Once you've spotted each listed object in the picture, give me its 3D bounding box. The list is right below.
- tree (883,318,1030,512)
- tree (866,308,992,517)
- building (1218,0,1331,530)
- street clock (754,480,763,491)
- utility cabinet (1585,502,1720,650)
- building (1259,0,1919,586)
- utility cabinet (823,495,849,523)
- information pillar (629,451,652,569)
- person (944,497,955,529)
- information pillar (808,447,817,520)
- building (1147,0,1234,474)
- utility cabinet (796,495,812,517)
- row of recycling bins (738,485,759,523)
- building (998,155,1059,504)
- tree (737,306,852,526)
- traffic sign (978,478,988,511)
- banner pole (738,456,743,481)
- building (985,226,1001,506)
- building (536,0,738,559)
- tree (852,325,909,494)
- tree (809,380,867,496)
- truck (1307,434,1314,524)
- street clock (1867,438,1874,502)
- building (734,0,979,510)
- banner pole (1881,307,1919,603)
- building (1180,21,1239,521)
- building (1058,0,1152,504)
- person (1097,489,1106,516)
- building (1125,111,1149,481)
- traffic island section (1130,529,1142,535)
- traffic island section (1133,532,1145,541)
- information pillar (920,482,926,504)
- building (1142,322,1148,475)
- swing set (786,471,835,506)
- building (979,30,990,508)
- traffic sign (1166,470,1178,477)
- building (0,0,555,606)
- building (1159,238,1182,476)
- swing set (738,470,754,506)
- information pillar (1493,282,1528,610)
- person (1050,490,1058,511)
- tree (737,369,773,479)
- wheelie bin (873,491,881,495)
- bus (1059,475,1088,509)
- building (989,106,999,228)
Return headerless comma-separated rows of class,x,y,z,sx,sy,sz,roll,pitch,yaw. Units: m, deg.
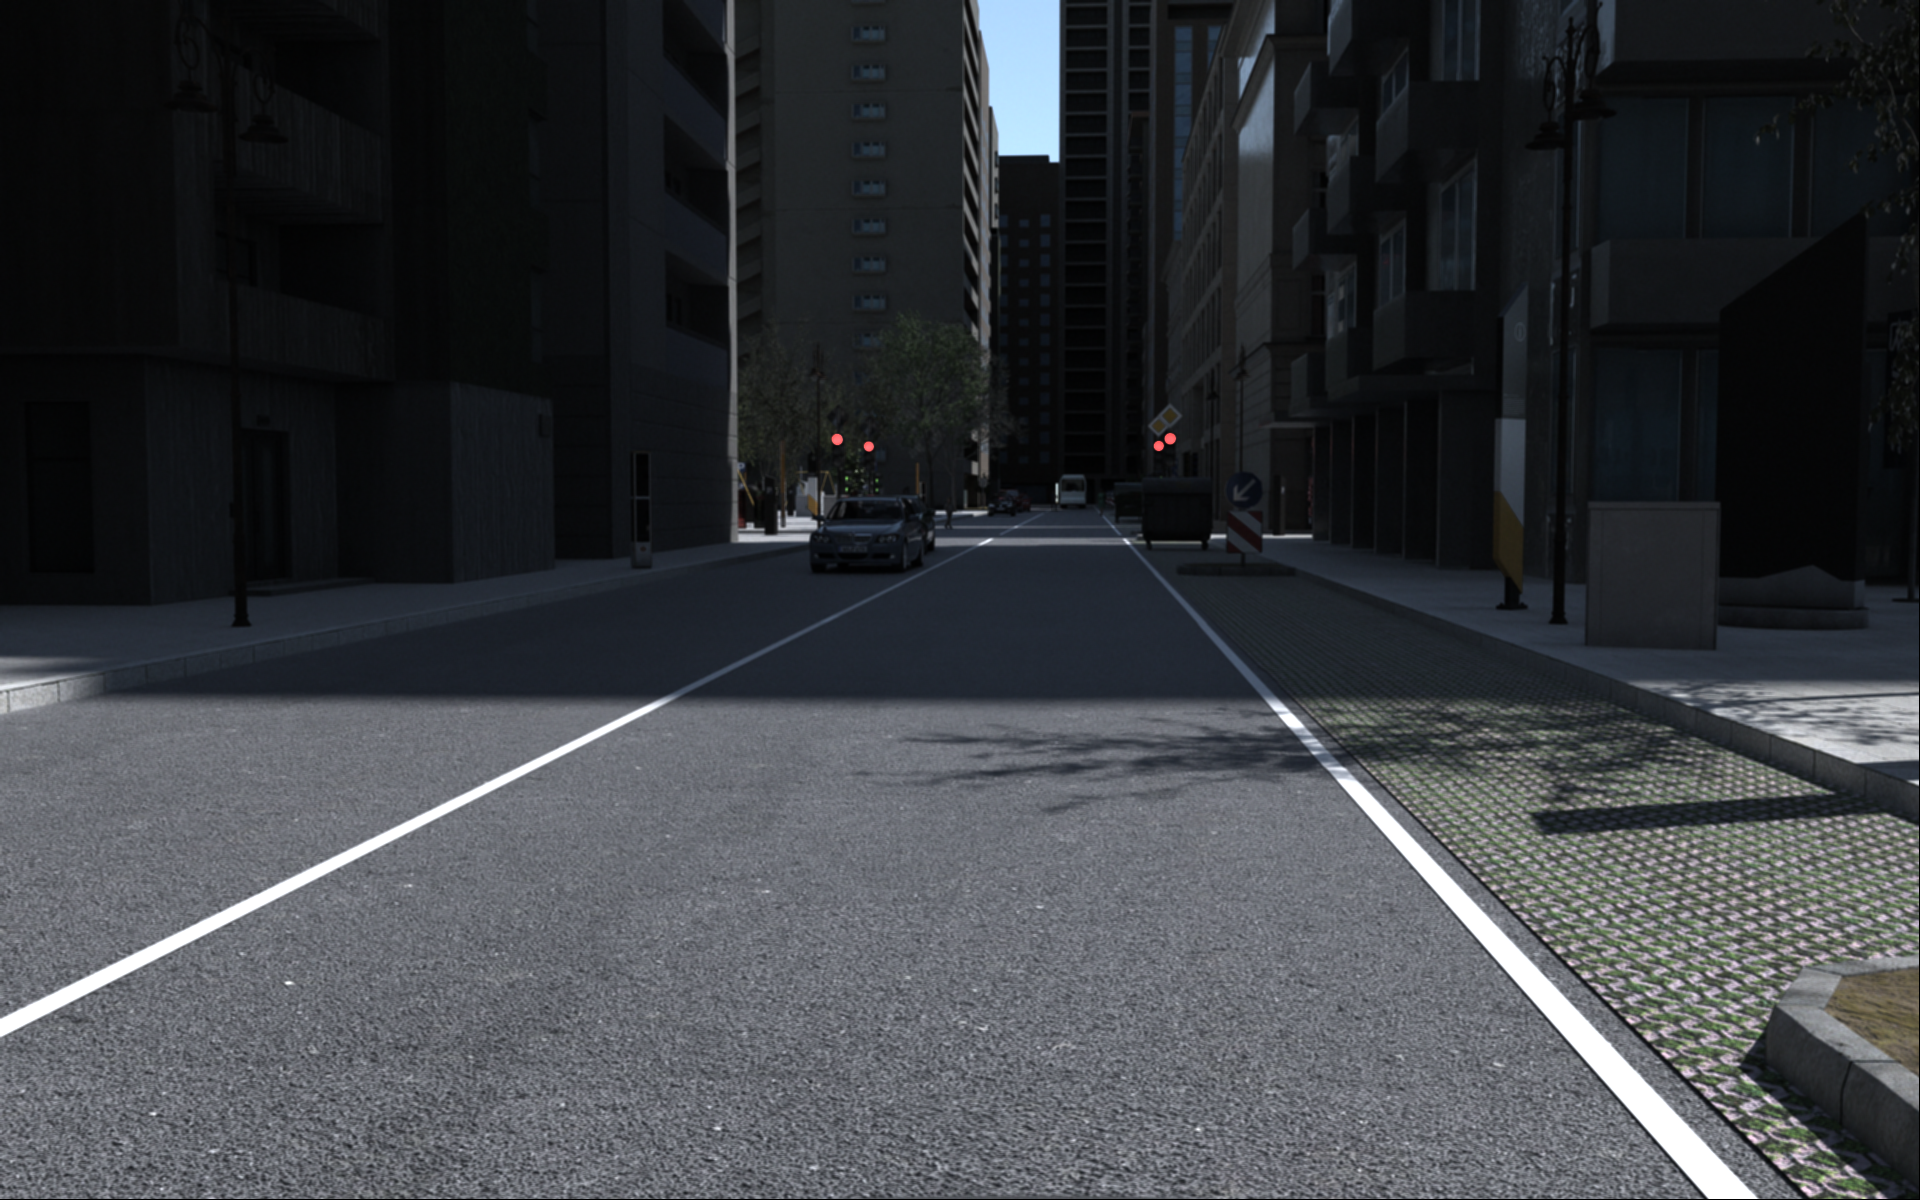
tree,-0.519,-12.947,122.059,12.009,13.543,11.850,0,3,0
tree,-1.768,-10.514,97.652,9.928,11.665,9.643,0,3,0
building,25.803,-14.343,67.797,30.059,22.955,16.112,0,4,4
street clock,-10.442,-5.229,90.063,0.471,2.002,0.358,2,4,35
utility cabinet,5.797,-0.205,14.509,1.020,1.237,0.306,2,4,24
building,19.159,-25.424,35.299,23.786,49.044,30.456,0,4,4
utility cabinet,-5.131,-3.699,71.638,1.020,1.237,0.306,0,4,2
information pillar,-5.502,-1.551,29.848,0.304,2.012,0.304,-2,4,-24
person,-0.429,-3.552,70.848,0.475,1.303,0.640,-3,5,-41
information pillar,-7.302,-5.783,85.899,0.504,3.616,0.183,1,4,22
building,23.027,-30.302,145.545,14.600,45.320,14.200,0,4,4
utility cabinet,-8.769,-5.294,97.726,1.020,1.237,0.306,1,4,22
row of recycling bins,-10.571,-4.378,78.696,3.534,1.692,1.069,2,4,31
building,5.955,-35.360,228.251,14.200,45.320,14.600,0,4,4
tree,-6.763,-7.238,68.706,4.360,8.622,3.978,0,3,0
traffic sign,1.781,-8.226,134.597,0.768,2.556,0.104,1,4,14
banner pole,-14.556,-7.640,114.923,0.401,3.779,0.863,1,4,22
building,-3.122,-25.018,180.741,14.160,30.474,14.107,0,4,4
building,-20.308,-30.570,41.815,28.212,58.520,21.231,0,4,4
tree,-4.024,-7.683,75.974,4.360,8.622,3.978,0,3,0
tree,-7.715,-9.782,110.290,4.737,8.622,4.395,0,3,0
truck,16.625,-4.182,57.288,11.283,4.237,2.839,0,4,6
street clock,9.832,-0.885,19.034,0.358,2.002,0.471,2,4,23
building,-9.622,-32.076,148.144,21.300,48.544,21.600,0,4,4
banner pole,11.314,-1.880,20.756,0.401,3.779,0.863,0,4,-5
building,23.086,-17.917,97.451,19.350,26.468,34.151,0,4,4
building,23.503,-48.355,228.862,20.611,71.187,20.563,0,4,4
person,9.264,-6.403,113.442,0.600,1.795,0.529,1,4,13
building,29.936,-33.083,195.538,22.147,44.769,28.867,0,4,4
traffic island section,7.059,-2.405,61.595,2.009,0.180,2.903,0,4,4
traffic island section,6.494,-1.917,53.630,2.009,0.180,2.903,0,4,4
information pillar,-2.314,-6.316,107.758,0.304,2.012,0.304,-1,4,-21
building,31.968,-19.704,167.203,27.650,21.520,28.899,0,4,4
swing set,-10.399,-7.521,120.582,3.119,2.851,2.862,2,4,34
building,-4.502,-31.551,165.977,14.600,45.320,14.200,0,4,4
traffic sign,10.555,-5.312,86.959,0.768,2.556,0.104,1,4,10
building,-14.394,-15.325,22.269,14.160,30.474,14.107,0,4,4
building,20.659,-17.691,125.409,11.583,22.565,21.152,0,4,4
swing set,-10.457,-4.768,75.577,2.862,2.851,3.119,1,4,11
information pillar,6.087,-1.699,19.138,0.504,3.616,0.183,-3,5,-40
person,7.958,-8.363,145.685,0.683,1.767,0.568,-3,5,-39
tree,-12.665,-9.041,98.181,4.737,8.622,4.395,0,3,0
wheelie bin,-6.001,-7.101,124.015,0.693,1.594,0.980,0,4,-7
bus,11.376,-10.934,173.625,2.948,3.499,13.247,0,4,4
building,-6.545,-35.365,201.914,21.600,48.544,21.300,0,4,4
